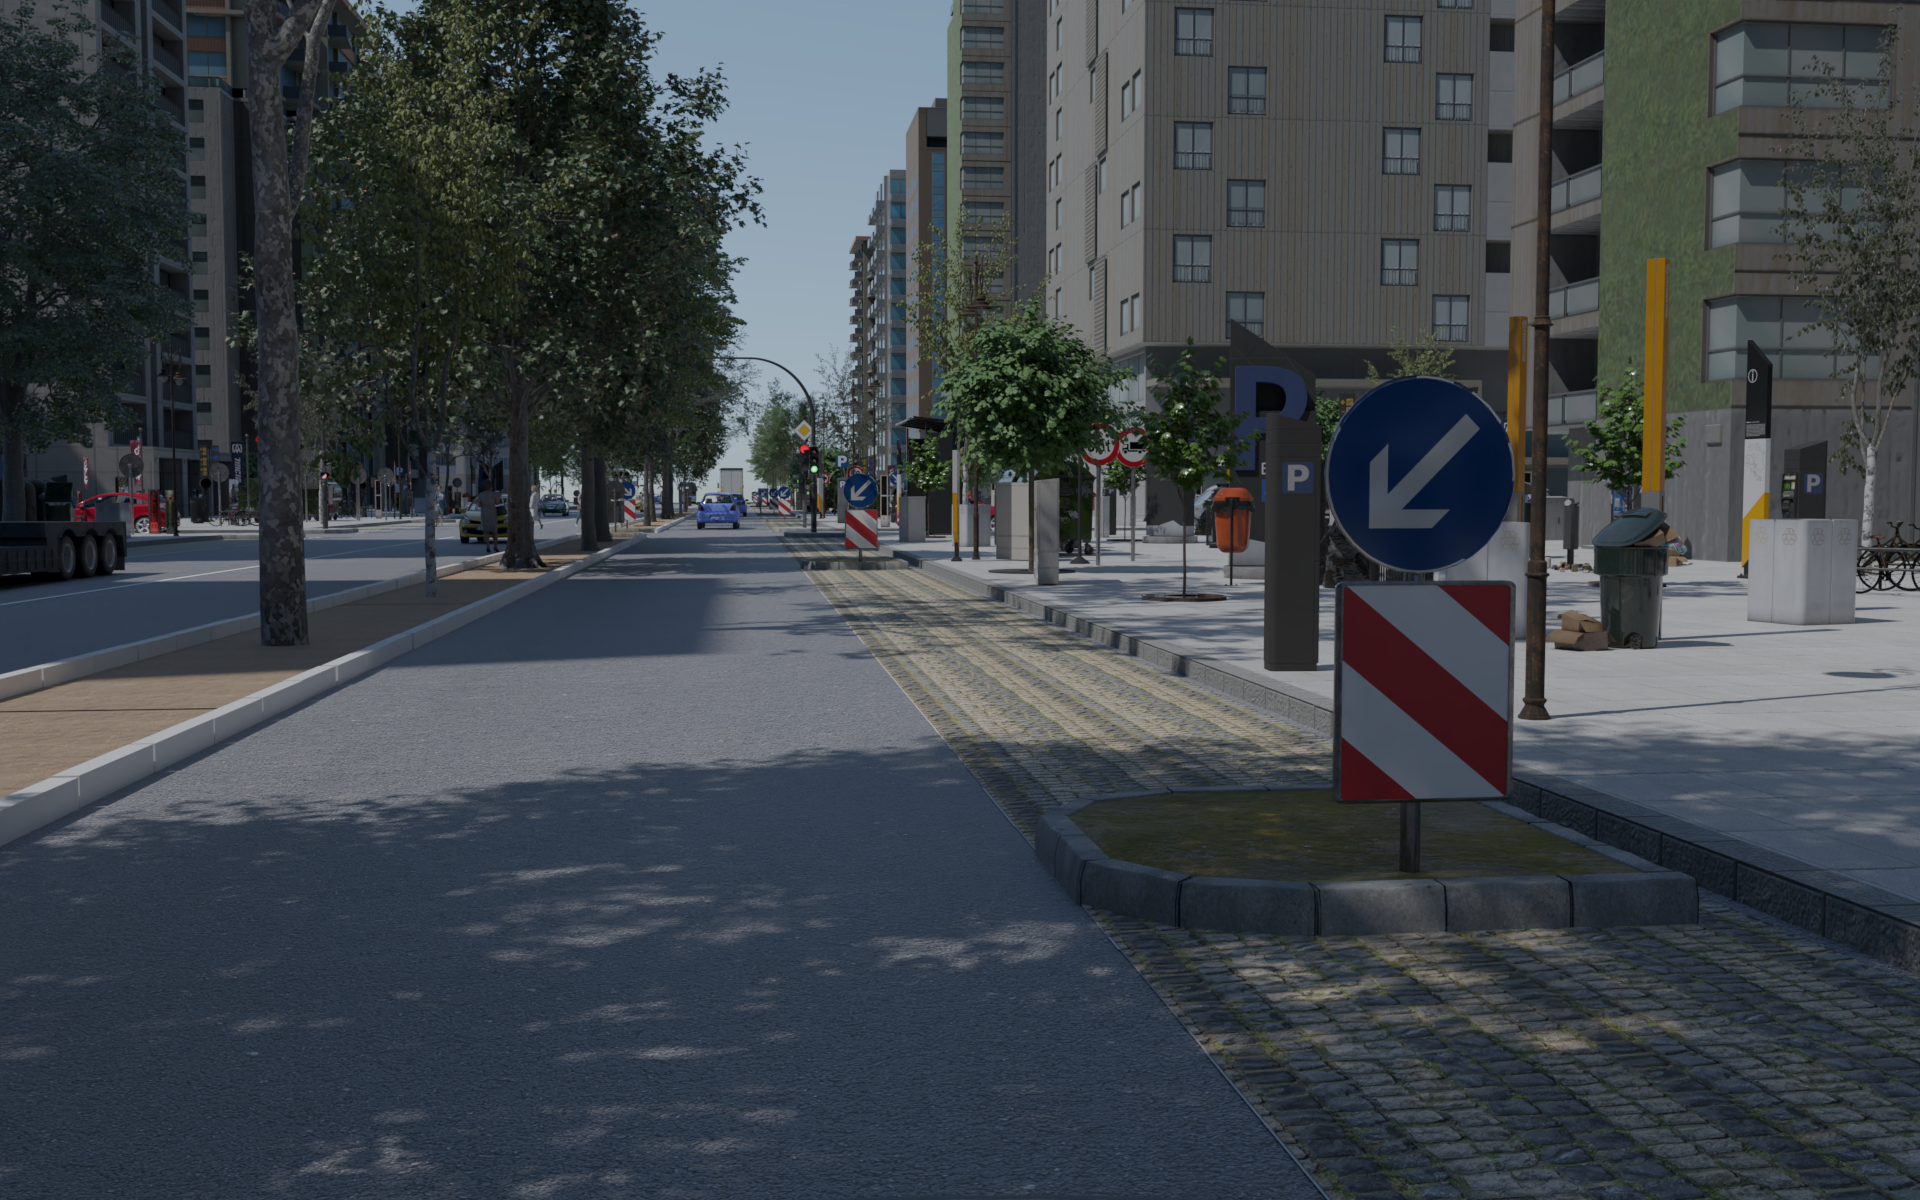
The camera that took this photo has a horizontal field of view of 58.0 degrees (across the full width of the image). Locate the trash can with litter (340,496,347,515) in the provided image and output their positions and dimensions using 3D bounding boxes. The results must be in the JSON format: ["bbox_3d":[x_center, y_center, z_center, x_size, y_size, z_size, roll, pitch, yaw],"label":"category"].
[{"bbox_3d":[-37.754,-5.813,106.106,1.678,1.210,2.233,0,4,-1],"label":"trash can with litter"}]

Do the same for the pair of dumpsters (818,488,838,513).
[{"bbox_3d":[-8.904,-7.020,117.270,1.574,2.255,4.437,0,4,-7],"label":"pair of dumpsters"}]

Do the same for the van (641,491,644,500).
[{"bbox_3d":[-41.867,-13.736,231.592,2.013,2.044,4.112,-1,4,-8],"label":"van"}]

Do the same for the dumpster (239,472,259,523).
[{"bbox_3d":[-31.574,-4.556,76.978,1.502,2.255,1.985,0,4,-7],"label":"dumpster"}]

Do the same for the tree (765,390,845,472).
[{"bbox_3d":[-13.924,-13.454,154.393,7.601,10.594,8.767,1,4,12],"label":"tree"}]

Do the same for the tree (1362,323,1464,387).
[{"bbox_3d":[19.382,-7.555,73.890,4.737,8.622,4.395,0,3,0],"label":"tree"}]

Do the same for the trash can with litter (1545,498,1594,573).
[{"bbox_3d":[10.214,-1.107,29.155,1.678,1.210,2.233,1,4,13],"label":"trash can with litter"}]

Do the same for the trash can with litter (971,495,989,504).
[{"bbox_3d":[1.146,-5.423,99.722,2.233,1.210,1.678,2,4,28],"label":"trash can with litter"}]

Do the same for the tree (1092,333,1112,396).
[{"bbox_3d":[5.180,-7.920,79.858,4.737,8.622,4.395,0,3,0],"label":"tree"}]

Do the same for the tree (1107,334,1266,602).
[{"bbox_3d":[2.862,-1.612,20.957,1.663,3.219,1.824,0,3,0],"label":"tree"}]

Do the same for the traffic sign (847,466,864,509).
[{"bbox_3d":[-4.672,-4.741,77.626,0.768,2.556,0.104,0,4,-3],"label":"traffic sign"}]

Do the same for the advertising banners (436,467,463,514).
[{"bbox_3d":[-32.850,-7.018,110.930,2.074,3.025,0.090,-3,5,-43],"label":"advertising banners"}]

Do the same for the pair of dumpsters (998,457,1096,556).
[{"bbox_3d":[1.880,-2.153,37.703,1.574,2.255,4.437,0,4,-7],"label":"pair of dumpsters"}]

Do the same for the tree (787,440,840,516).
[{"bbox_3d":[-7.497,-7.289,102.892,4.285,4.588,4.351,0,3,0],"label":"tree"}]

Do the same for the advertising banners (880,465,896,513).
[{"bbox_3d":[-4.859,-6.622,104.455,2.074,3.025,0.090,-1,4,-12],"label":"advertising banners"}]

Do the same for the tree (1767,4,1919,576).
[{"bbox_3d":[14.549,-4.696,27.135,4.360,8.622,3.978,0,3,0],"label":"tree"}]

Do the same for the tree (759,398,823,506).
[{"bbox_3d":[-17.928,-15.879,185.372,9.928,11.665,9.643,0,3,0],"label":"tree"}]

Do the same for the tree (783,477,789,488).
[{"bbox_3d":[-16.862,-11.059,175.414,1.663,3.219,1.824,0,3,0],"label":"tree"}]

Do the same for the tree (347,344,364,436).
[{"bbox_3d":[-27.465,-7.579,74.282,4.360,8.622,3.978,0,3,0],"label":"tree"}]

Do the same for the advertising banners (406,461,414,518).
[{"bbox_3d":[-29.453,-5.921,93.003,0.090,3.025,2.074,-1,4,-14],"label":"advertising banners"}]

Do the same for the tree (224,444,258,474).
[{"bbox_3d":[-46.896,-7.926,113.311,4.285,4.588,4.351,0,3,0],"label":"tree"}]

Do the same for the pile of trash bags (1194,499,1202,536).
[{"bbox_3d":[8.589,-2.751,54.734,1.912,1.369,3.447,1,4,22],"label":"pile of trash bags"}]

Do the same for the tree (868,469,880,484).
[{"bbox_3d":[-5.880,-7.491,117.081,1.663,3.219,1.824,0,3,0],"label":"tree"}]

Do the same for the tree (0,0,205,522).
[{"bbox_3d":[-24.264,-8.390,43.838,9.857,13.997,8.962,0,3,0],"label":"tree"}]

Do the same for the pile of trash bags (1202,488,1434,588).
[{"bbox_3d":[5.224,-0.881,24.151,3.447,1.369,1.912,1,4,13],"label":"pile of trash bags"}]

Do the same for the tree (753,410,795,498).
[{"bbox_3d":[-25.380,-19.239,232.691,7.486,12.596,7.792,0,3,0],"label":"tree"}]

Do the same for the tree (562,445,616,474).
[{"bbox_3d":[-42.564,-16.108,197.780,8.767,10.594,7.601,-1,4,-17],"label":"tree"}]

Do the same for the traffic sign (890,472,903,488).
[{"bbox_3d":[-3.617,-6.018,98.497,0.768,2.556,0.104,0,4,1],"label":"traffic sign"}]

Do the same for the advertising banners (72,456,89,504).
[{"bbox_3d":[-40.710,-5.126,79.990,2.074,3.025,0.090,3,4,38],"label":"advertising banners"}]

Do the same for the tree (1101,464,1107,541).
[{"bbox_3d":[4.447,-3.223,47.293,1.663,3.219,1.824,0,3,0],"label":"tree"}]

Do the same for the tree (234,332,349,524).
[{"bbox_3d":[-26.393,-7.211,68.259,4.360,8.622,3.978,0,3,0],"label":"tree"}]

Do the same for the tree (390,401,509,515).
[{"bbox_3d":[-30.568,-10.356,103.734,7.601,10.594,8.767,-1,4,-9],"label":"tree"}]

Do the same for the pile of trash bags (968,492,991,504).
[{"bbox_3d":[1.203,-5.081,92.821,1.912,1.369,3.447,-3,4,-38],"label":"pile of trash bags"}]

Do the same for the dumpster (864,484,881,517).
[{"bbox_3d":[-5.040,-5.670,95.202,1.502,2.255,1.985,0,4,-7],"label":"dumpster"}]

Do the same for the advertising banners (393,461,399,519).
[{"bbox_3d":[-29.480,-5.755,90.288,0.090,3.025,2.074,-1,4,-16],"label":"advertising banners"}]

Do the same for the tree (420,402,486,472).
[{"bbox_3d":[-33.978,-13.106,124.649,12.009,13.543,11.850,0,3,0],"label":"tree"}]

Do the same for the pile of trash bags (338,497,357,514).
[{"bbox_3d":[-40.758,-6.259,112.094,1.912,1.369,3.447,2,4,26],"label":"pile of trash bags"}]

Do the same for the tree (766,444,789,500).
[{"bbox_3d":[-19.601,-15.004,195.674,4.360,8.622,3.978,0,3,0],"label":"tree"}]

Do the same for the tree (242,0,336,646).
[{"bbox_3d":[-5.081,-9.587,15.093,12.611,20.169,13.585,0,3,0],"label":"tree"}]

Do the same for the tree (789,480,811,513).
[{"bbox_3d":[-10.605,-7.705,120.575,1.663,3.219,1.824,0,3,0],"label":"tree"}]

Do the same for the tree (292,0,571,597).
[{"bbox_3d":[-7.398,-4.352,23.978,4.737,8.622,4.395,0,3,0],"label":"tree"}]

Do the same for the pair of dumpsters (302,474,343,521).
[{"bbox_3d":[-30.962,-4.941,83.275,1.574,2.255,4.437,0,4,-7],"label":"pair of dumpsters"}]

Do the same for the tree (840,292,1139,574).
[{"bbox_3d":[1.114,-2.729,28.340,4.285,4.588,4.351,0,3,0],"label":"tree"}]

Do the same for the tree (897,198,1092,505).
[{"bbox_3d":[0.352,-5.746,44.314,4.737,8.622,4.395,0,3,0],"label":"tree"}]

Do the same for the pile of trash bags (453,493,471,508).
[{"bbox_3d":[-38.814,-7.464,131.796,1.912,1.369,3.447,3,5,42],"label":"pile of trash bags"}]

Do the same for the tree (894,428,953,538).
[{"bbox_3d":[-0.823,-3.417,50.468,1.663,3.219,1.824,0,3,0],"label":"tree"}]

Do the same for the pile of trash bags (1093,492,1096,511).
[{"bbox_3d":[5.699,-4.616,85.220,1.912,1.369,3.447,3,4,36],"label":"pile of trash bags"}]

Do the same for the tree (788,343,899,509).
[{"bbox_3d":[-5.349,-8.188,84.232,4.360,8.622,3.978,0,3,0],"label":"tree"}]

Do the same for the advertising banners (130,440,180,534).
[{"bbox_3d":[-25.930,-3.642,55.732,2.074,3.025,0.090,2,4,24],"label":"advertising banners"}]

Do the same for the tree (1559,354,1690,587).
[{"bbox_3d":[9.158,-1.800,24.037,1.663,3.219,1.824,0,3,0],"label":"tree"}]

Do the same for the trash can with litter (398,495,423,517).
[{"bbox_3d":[-30.733,-5.272,97.249,1.678,1.210,2.233,1,4,9],"label":"trash can with litter"}]

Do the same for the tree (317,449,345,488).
[{"bbox_3d":[-43.950,-8.356,120.330,4.285,4.588,4.351,0,3,0],"label":"tree"}]

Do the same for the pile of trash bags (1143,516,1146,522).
[{"bbox_3d":[9.814,-4.250,79.237,1.912,1.369,3.447,-1,4,-21],"label":"pile of trash bags"}]

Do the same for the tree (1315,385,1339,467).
[{"bbox_3d":[10.186,-4.053,49.973,4.285,4.588,4.351,0,3,0],"label":"tree"}]

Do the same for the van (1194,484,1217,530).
[{"bbox_3d":[9.543,-3.465,63.670,4.112,2.044,2.013,0,4,-6],"label":"van"}]

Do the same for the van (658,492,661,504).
[{"bbox_3d":[-42.698,-14.899,250.617,2.013,2.044,4.112,0,4,-8],"label":"van"}]

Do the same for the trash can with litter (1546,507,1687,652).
[{"bbox_3d":[5.416,-0.180,14.325,1.055,1.170,0.624,-2,4,-28],"label":"trash can with litter"}]
